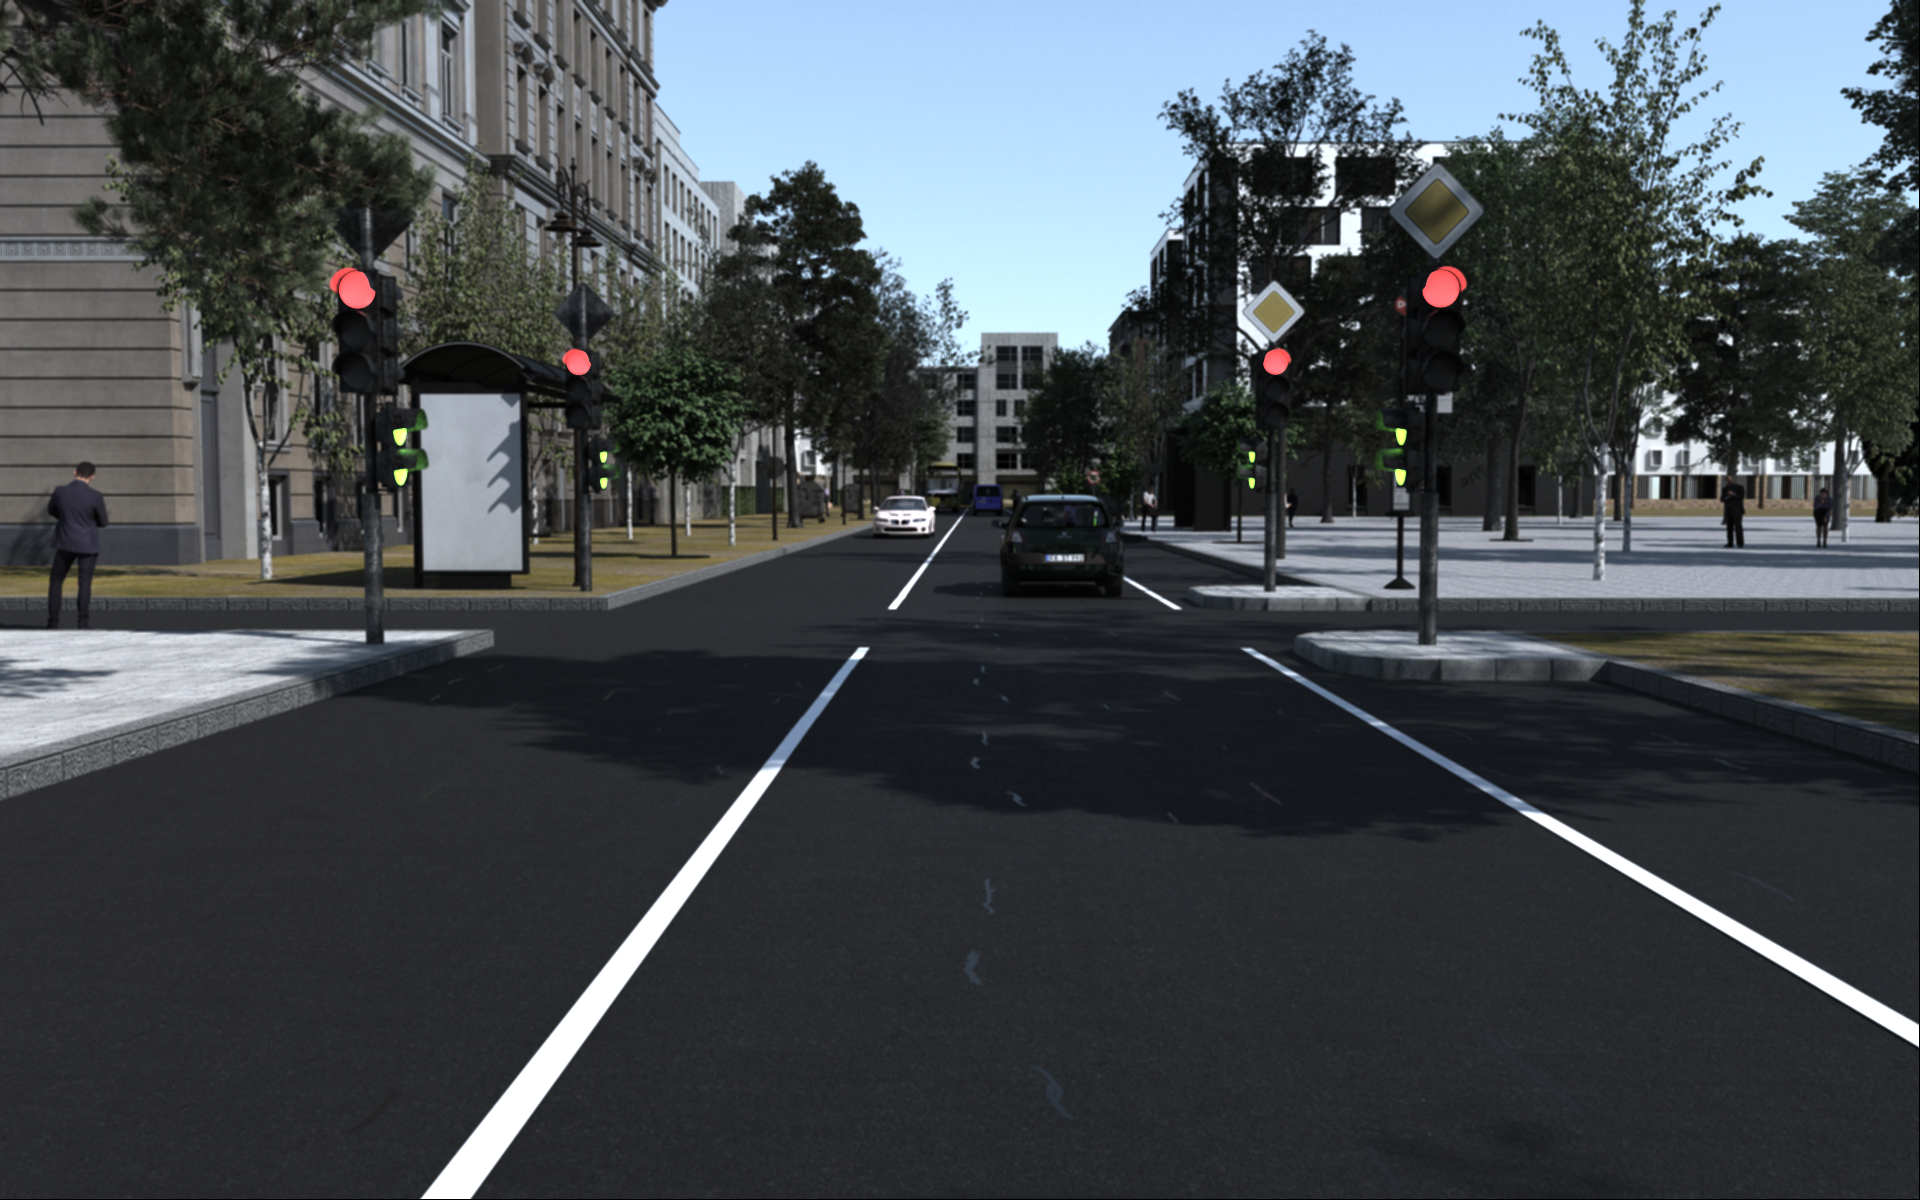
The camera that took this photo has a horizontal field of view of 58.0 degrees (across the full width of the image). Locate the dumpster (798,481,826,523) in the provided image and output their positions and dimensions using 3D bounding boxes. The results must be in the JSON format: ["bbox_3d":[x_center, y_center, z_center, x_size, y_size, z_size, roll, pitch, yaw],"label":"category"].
[{"bbox_3d":[-6.614,-4.317,76.341,1.264,1.857,1.865,0,4,0],"label":"dumpster"}]

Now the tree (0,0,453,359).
[{"bbox_3d":[-6.136,-5.310,8.879,6.751,12.117,7.091,0,3,0],"label":"tree"}]

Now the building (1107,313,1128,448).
[{"bbox_3d":[34.541,-21.974,203.249,32.646,21.610,27.936,0,4,1],"label":"building"}]

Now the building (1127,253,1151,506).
[{"bbox_3d":[30.075,-18.689,149.547,27.936,21.610,32.646,0,4,1],"label":"building"}]

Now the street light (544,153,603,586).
[{"bbox_3d":[-5.310,-3.129,23.952,0.468,5.910,1.993,0,4,1],"label":"street light"}]

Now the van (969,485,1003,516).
[{"bbox_3d":[1.757,-6.692,113.801,2.240,2.365,5.245,0,4,-1],"label":"van"}]

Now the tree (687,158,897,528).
[{"bbox_3d":[-6.457,-9.690,65.852,7.806,13.903,7.818,0,3,0],"label":"tree"}]

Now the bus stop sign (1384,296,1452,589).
[{"bbox_3d":[6.178,-2.118,23.328,0.855,3.939,0.416,1,4,10],"label":"bus stop sign"}]

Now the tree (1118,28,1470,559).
[{"bbox_3d":[6.614,-6.099,34.131,7.601,10.594,8.767,-2,4,-30],"label":"tree"}]

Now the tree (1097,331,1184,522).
[{"bbox_3d":[8.053,-7.884,79.263,4.737,8.622,4.395,0,3,0],"label":"tree"}]

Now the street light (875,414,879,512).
[{"bbox_3d":[-4.561,-7.544,96.135,0.468,5.910,1.993,0,4,1],"label":"street light"}]

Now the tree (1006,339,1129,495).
[{"bbox_3d":[8.167,-11.723,117.424,9.928,11.665,9.643,0,3,0],"label":"tree"}]

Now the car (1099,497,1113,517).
[{"bbox_3d":[4.335,-2.904,60.062,1.945,1.354,3.894,0,4,2],"label":"car"}]

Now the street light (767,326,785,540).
[{"bbox_3d":[-5.135,-4.594,47.904,0.468,5.910,1.993,0,4,1],"label":"street light"}]

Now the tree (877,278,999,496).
[{"bbox_3d":[-3.391,-18.099,151.806,12.611,20.169,13.585,0,3,0],"label":"tree"}]

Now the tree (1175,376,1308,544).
[{"bbox_3d":[7.359,-3.761,45.213,4.285,4.588,4.351,0,3,0],"label":"tree"}]

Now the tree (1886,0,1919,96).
[{"bbox_3d":[6.777,-5.193,6.966,6.751,12.117,7.091,0,3,0],"label":"tree"}]

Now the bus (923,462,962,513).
[{"bbox_3d":[-1.240,-8.841,136.093,2.896,3.916,12.252,0,4,1],"label":"bus"}]

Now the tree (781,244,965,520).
[{"bbox_3d":[-4.798,-10.697,85.265,12.009,13.543,11.850,0,3,0],"label":"tree"}]

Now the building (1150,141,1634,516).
[{"bbox_3d":[28.678,-16.696,116.956,27.936,21.610,32.646,0,4,1],"label":"building"}]

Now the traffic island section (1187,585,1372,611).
[{"bbox_3d":[4.091,-0.028,22.743,2.009,0.180,2.903,0,4,1],"label":"traffic island section"}]

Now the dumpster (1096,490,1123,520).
[{"bbox_3d":[7.266,-4.763,83.637,1.264,1.857,1.865,0,4,1],"label":"dumpster"}]

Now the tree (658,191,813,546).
[{"bbox_3d":[-5.665,-5.656,42.842,4.360,8.622,3.978,0,3,0],"label":"tree"}]

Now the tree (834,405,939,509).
[{"bbox_3d":[-5.591,-11.302,119.208,8.767,10.594,7.601,-1,4,-18],"label":"tree"}]

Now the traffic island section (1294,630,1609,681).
[{"bbox_3d":[4.004,0.460,14.759,2.009,0.180,2.903,0,4,1],"label":"traffic island section"}]

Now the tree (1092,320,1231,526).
[{"bbox_3d":[7.625,-7.234,68.645,4.360,8.622,3.978,0,3,0],"label":"tree"}]

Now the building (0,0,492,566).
[{"bbox_3d":[-20.108,-15.538,39.950,13.634,28.700,20.117,0,4,1],"label":"building"}]

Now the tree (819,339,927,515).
[{"bbox_3d":[-5.497,-11.403,108.487,6.751,12.117,7.091,0,3,0],"label":"tree"}]

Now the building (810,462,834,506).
[{"bbox_3d":[-29.326,-20.342,199.056,31.486,18.905,16.747,0,4,1],"label":"building"}]

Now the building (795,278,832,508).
[{"bbox_3d":[-17.744,-18.468,158.374,11.380,20.091,16.016,0,4,1],"label":"building"}]

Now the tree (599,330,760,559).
[{"bbox_3d":[-5.706,-3.133,34.939,4.285,4.588,4.351,0,3,0],"label":"tree"}]

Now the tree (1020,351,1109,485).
[{"bbox_3d":[8.298,-13.372,136.753,7.486,12.596,7.792,0,3,0],"label":"tree"}]

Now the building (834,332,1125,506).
[{"bbox_3d":[2.370,-20.274,197.929,31.486,18.905,16.747,0,4,1],"label":"building"}]

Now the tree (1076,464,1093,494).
[{"bbox_3d":[7.626,-6.934,107.967,1.663,3.219,1.824,0,3,0],"label":"tree"}]

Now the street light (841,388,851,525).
[{"bbox_3d":[-4.818,-6.063,71.913,0.468,5.910,1.993,0,4,1],"label":"street light"}]

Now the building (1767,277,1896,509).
[{"bbox_3d":[75.438,-18.435,157.836,11.380,20.091,16.016,0,4,1],"label":"building"}]

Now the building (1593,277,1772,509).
[{"bbox_3d":[64.055,-18.423,157.634,11.380,20.091,16.016,0,4,1],"label":"building"}]

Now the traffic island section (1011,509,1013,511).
[{"bbox_3d":[5.474,-7.868,151.500,1.991,0.108,1.994,0,4,1],"label":"traffic island section"}]

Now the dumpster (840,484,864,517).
[{"bbox_3d":[-6.022,-5.553,96.554,1.264,1.857,1.865,0,4,1],"label":"dumpster"}]

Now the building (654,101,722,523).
[{"bbox_3d":[-18.035,-14.003,83.699,10.420,20.320,16.860,0,4,1],"label":"building"}]

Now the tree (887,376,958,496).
[{"bbox_3d":[-4.081,-15.169,166.143,7.486,12.596,7.792,0,3,0],"label":"tree"}]

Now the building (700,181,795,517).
[{"bbox_3d":[-20.929,-15.141,114.013,16.747,18.905,31.486,0,4,1],"label":"building"}]

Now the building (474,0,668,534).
[{"bbox_3d":[-18.815,-16.225,62.549,12.463,27.353,25.104,0,4,1],"label":"building"}]

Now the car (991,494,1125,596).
[{"bbox_3d":[1.467,-0.973,25.695,2.009,1.686,4.222,0,4,1],"label":"car"}]

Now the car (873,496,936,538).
[{"bbox_3d":[-1.820,-2.762,57.519,2.083,1.381,4.827,0,4,2],"label":"car"}]
